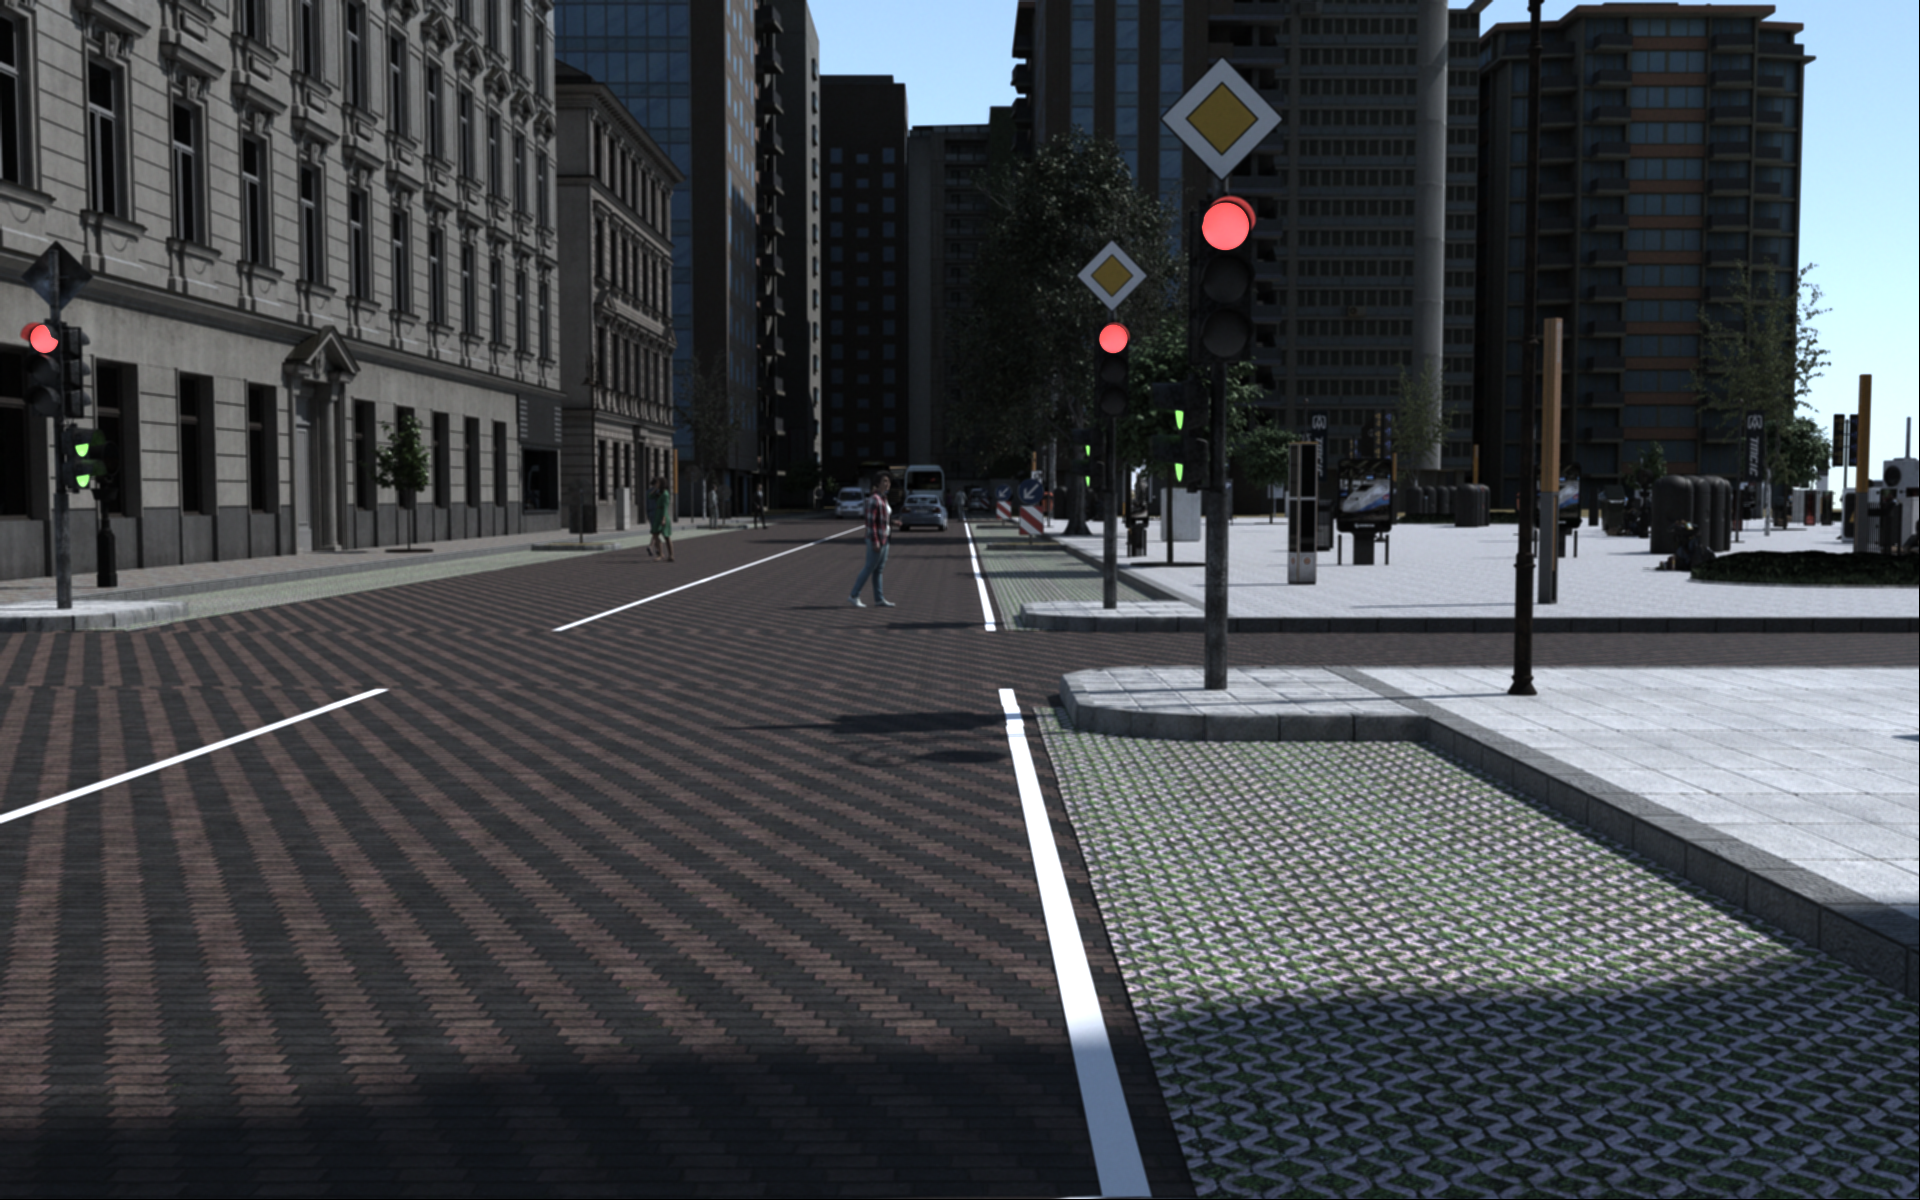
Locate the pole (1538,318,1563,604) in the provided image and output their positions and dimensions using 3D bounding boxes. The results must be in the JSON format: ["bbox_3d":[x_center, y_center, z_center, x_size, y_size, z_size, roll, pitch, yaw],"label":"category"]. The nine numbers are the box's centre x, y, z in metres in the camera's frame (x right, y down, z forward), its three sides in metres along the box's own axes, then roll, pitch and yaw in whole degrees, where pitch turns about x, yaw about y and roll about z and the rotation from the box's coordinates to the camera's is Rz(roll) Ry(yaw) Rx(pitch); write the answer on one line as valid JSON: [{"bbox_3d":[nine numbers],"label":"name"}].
[{"bbox_3d":[6.880,-1.611,20.183,0.158,3.312,0.155,0,3,0],"label":"pole"}]

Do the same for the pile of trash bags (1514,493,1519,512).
[{"bbox_3d":[29.704,-4.925,90.268,1.912,1.369,3.447,2,4,35],"label":"pile of trash bags"}]

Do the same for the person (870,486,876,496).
[{"bbox_3d":[-4.425,-4.904,88.661,0.573,1.828,0.580,-1,4,-22],"label":"person"}]

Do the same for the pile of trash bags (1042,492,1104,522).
[{"bbox_3d":[5.505,-4.396,81.630,3.447,1.369,1.912,1,4,11],"label":"pile of trash bags"}]

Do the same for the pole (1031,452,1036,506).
[{"bbox_3d":[3.545,-5.477,83.385,0.158,3.312,0.155,0,3,0],"label":"pole"}]

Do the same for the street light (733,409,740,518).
[{"bbox_3d":[-12.082,-7.405,93.865,0.468,5.910,1.993,0,3,0],"label":"street light"}]

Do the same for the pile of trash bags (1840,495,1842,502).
[{"bbox_3d":[34.555,-3.402,65.370,1.912,1.369,3.447,3,4,36],"label":"pile of trash bags"}]

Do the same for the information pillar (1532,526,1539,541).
[{"bbox_3d":[15.560,-2.602,47.033,0.304,2.012,0.304,2,4,32],"label":"information pillar"}]

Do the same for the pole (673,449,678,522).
[{"bbox_3d":[-12.867,-5.165,78.294,0.158,3.312,0.155,0,3,0],"label":"pole"}]

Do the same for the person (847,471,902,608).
[{"bbox_3d":[-1.078,-0.772,21.957,0.643,1.720,0.563,1,4,11],"label":"person"}]

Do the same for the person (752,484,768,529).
[{"bbox_3d":[-8.192,-3.838,71.020,0.659,1.850,0.755,-3,5,-39],"label":"person"}]

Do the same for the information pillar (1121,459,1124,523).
[{"bbox_3d":[7.261,-5.218,76.667,0.183,3.616,0.504,0,4,3],"label":"information pillar"}]

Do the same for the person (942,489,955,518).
[{"bbox_3d":[-0.598,-5.715,102.616,1.217,1.739,0.721,-3,4,-38],"label":"person"}]

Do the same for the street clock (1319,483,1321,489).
[{"bbox_3d":[17.886,-5.039,86.963,0.471,2.002,0.358,1,4,19],"label":"street clock"}]

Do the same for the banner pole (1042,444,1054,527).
[{"bbox_3d":[3.349,-4.721,67.203,0.401,3.779,0.863,-1,4,-23],"label":"banner pole"}]

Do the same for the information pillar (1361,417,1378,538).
[{"bbox_3d":[11.999,-3.634,50.770,0.504,3.616,0.183,2,4,34],"label":"information pillar"}]

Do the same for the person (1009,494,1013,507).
[{"bbox_3d":[5.083,-10.284,176.267,0.705,1.869,1.348,3,4,37],"label":"person"}]

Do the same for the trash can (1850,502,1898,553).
[{"bbox_3d":[16.132,-1.159,30.610,0.748,1.137,0.748,0,3,0],"label":"trash can"}]

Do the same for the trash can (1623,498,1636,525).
[{"bbox_3d":[23.693,-3.065,61.764,0.748,1.137,0.748,0,3,0],"label":"trash can"}]

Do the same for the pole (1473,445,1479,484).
[{"bbox_3d":[21.282,-4.750,71.513,0.158,3.312,0.155,0,3,0],"label":"pole"}]

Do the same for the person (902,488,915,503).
[{"bbox_3d":[-2.996,-5.896,104.879,0.705,1.826,1.348,-3,5,-43],"label":"person"}]

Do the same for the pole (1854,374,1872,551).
[{"bbox_3d":[15.415,-2.186,29.581,0.158,3.312,0.155,0,3,0],"label":"pole"}]

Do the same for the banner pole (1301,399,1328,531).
[{"bbox_3d":[9.315,-3.405,45.683,0.863,3.779,0.401,-1,4,-11],"label":"banner pole"}]

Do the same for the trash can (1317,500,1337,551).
[{"bbox_3d":[8.123,-1.678,39.085,0.748,1.137,0.748,0,3,0],"label":"trash can"}]

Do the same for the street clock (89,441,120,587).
[{"bbox_3d":[-11.758,-1.178,23.823,0.358,2.002,0.471,0,4,2],"label":"street clock"}]

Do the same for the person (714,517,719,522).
[{"bbox_3d":[-10.513,-3.693,73.889,0.505,1.210,0.382,3,5,40],"label":"person"}]

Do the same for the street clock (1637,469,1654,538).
[{"bbox_3d":[19.889,-2.798,50.310,0.358,2.002,0.471,-1,4,-19],"label":"street clock"}]

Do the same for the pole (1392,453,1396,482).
[{"bbox_3d":[21.479,-5.618,85.692,0.158,3.312,0.155,0,3,0],"label":"pole"}]

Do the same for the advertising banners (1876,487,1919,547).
[{"bbox_3d":[22.783,-2.761,41.338,0.090,3.025,2.074,-1,4,-20],"label":"advertising banners"}]

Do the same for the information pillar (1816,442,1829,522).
[{"bbox_3d":[38.936,-5.310,78.178,0.504,3.616,0.183,1,4,14],"label":"information pillar"}]

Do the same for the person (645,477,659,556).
[{"bbox_3d":[-7.122,-1.944,40.307,0.581,1.822,0.654,3,4,38],"label":"person"}]

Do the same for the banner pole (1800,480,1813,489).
[{"bbox_3d":[45.060,-6.241,92.051,0.401,3.779,0.863,-3,4,-38],"label":"banner pole"}]

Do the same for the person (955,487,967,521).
[{"bbox_3d":[0.015,-5.037,90.952,0.635,1.810,0.391,-3,5,-42],"label":"person"}]

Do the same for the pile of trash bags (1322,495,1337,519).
[{"bbox_3d":[19.082,-4.862,89.241,1.912,1.369,3.447,-3,5,-40],"label":"pile of trash bags"}]

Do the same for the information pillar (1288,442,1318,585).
[{"bbox_3d":[4.863,-1.228,24.577,0.304,2.012,0.304,-1,4,-18],"label":"information pillar"}]

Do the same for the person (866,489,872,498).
[{"bbox_3d":[-6.195,-6.707,118.696,0.750,1.759,0.617,-1,4,-16],"label":"person"}]

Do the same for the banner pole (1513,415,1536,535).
[{"bbox_3d":[17.765,-3.934,54.332,0.863,3.779,0.401,-2,4,-28],"label":"banner pole"}]

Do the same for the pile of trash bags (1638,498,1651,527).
[{"bbox_3d":[27.687,-3.517,67.251,1.912,1.369,3.447,0,4,0],"label":"pile of trash bags"}]

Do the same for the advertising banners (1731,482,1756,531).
[{"bbox_3d":[26.784,-3.881,59.649,0.090,3.025,2.074,-1,4,-14],"label":"advertising banners"}]

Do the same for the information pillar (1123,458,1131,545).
[{"bbox_3d":[4.425,-3.210,43.843,0.183,3.616,0.504,-2,4,-27],"label":"information pillar"}]

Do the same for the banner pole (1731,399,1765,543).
[{"bbox_3d":[20.776,-3.405,45.685,0.401,3.779,0.863,-3,5,-43],"label":"banner pole"}]

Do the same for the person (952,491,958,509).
[{"bbox_3d":[-0.230,-9.569,164.962,0.705,1.824,1.348,3,5,42],"label":"person"}]

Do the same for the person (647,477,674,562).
[{"bbox_3d":[-6.267,-1.702,36.574,0.529,1.795,0.600,-2,4,-32],"label":"person"}]

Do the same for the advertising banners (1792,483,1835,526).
[{"bbox_3d":[34.719,-4.553,70.632,2.074,3.025,0.090,0,4,-8],"label":"advertising banners"}]

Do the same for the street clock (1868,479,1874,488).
[{"bbox_3d":[44.339,-4.893,84.577,0.471,2.002,0.358,3,5,44],"label":"street clock"}]

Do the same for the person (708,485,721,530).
[{"bbox_3d":[-9.871,-3.713,69.307,0.391,1.810,0.635,-3,4,-36],"label":"person"}]
